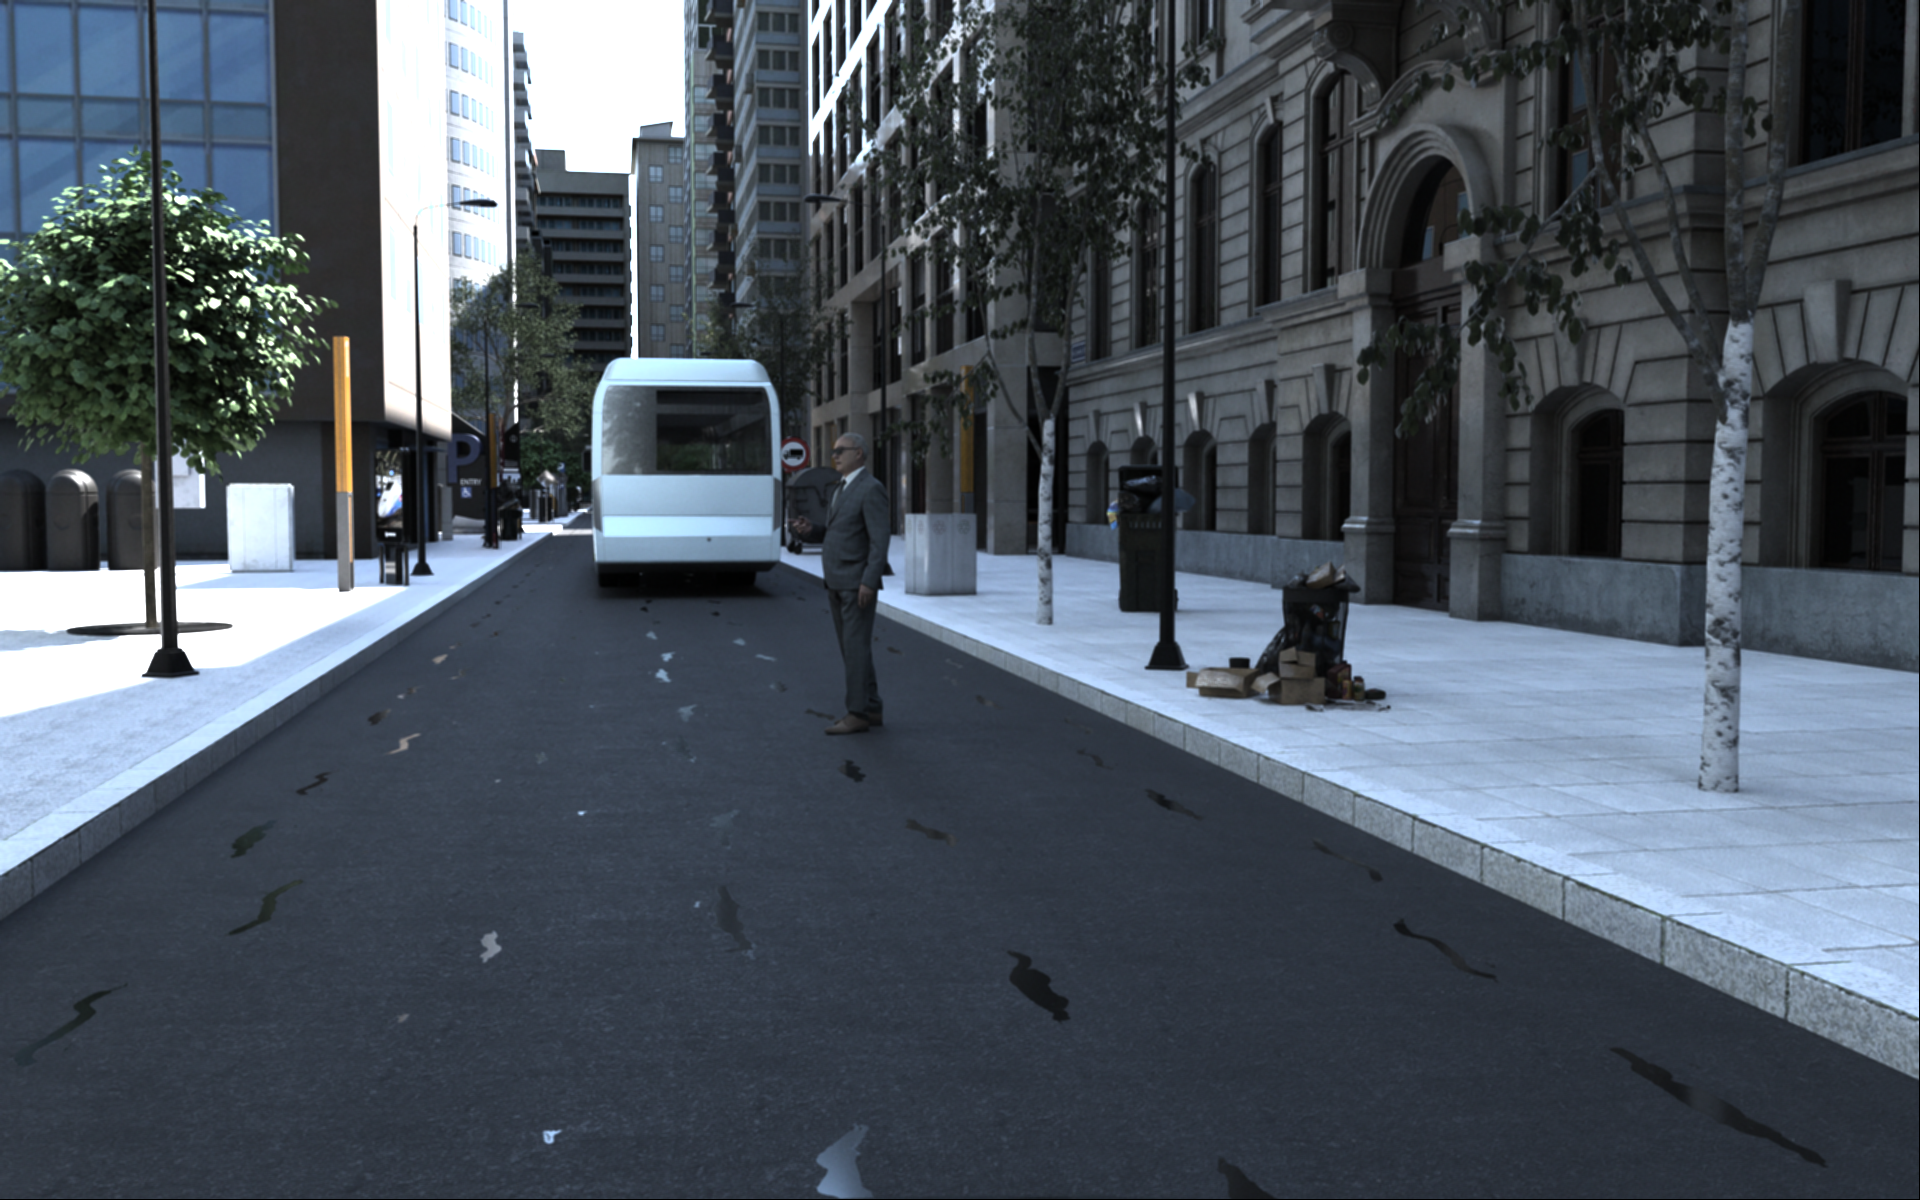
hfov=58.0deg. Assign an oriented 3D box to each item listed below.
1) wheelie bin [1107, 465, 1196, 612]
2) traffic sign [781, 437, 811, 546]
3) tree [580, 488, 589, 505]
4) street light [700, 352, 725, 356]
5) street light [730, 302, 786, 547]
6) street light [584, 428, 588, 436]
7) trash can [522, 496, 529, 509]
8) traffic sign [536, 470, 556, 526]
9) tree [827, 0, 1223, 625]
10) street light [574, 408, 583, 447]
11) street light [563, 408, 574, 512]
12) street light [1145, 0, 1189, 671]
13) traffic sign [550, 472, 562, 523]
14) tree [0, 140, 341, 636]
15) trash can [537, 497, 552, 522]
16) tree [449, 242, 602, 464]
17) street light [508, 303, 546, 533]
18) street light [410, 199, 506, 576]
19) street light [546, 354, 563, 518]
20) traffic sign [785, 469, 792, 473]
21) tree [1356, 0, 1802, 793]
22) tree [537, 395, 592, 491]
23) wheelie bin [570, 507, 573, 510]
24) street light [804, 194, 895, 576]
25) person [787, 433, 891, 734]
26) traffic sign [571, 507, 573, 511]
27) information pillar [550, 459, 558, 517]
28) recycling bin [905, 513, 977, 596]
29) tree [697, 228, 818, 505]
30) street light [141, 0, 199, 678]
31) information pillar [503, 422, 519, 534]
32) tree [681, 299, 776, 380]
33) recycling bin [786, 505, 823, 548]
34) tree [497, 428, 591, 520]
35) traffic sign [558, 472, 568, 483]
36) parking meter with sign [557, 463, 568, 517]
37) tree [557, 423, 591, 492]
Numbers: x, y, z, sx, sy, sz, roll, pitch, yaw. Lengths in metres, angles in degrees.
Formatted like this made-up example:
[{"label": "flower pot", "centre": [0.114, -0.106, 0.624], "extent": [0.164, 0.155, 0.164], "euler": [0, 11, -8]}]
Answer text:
[{"label": "wheelie bin", "centre": [2.086, -0.676, 18.966], "extent": [0.980, 1.594, 0.693], "euler": [1, 4, 10]}, {"label": "traffic sign", "centre": [-3.701, -2.349, 38.512], "extent": [0.768, 2.556, 0.104], "euler": [-1, 4, -9]}, {"label": "tree", "centre": [-45.816, -13.172, 209.962], "extent": [1.663, 3.219, 1.824], "euler": [0, 3, 0]}, {"label": "street light", "centre": [-7.795, -5.148, 56.706], "extent": [1.470, 5.913, 1.316], "euler": [-1, 4, -11]}, {"label": "street light", "centre": [-4.871, -4.262, 42.232], "extent": [1.470, 5.913, 1.316], "euler": [-1, 4, -11]}, {"label": "street light", "centre": [-23.955, -8.223, 106.990], "extent": [1.470, 5.913, 1.316], "euler": [-1, 4, -11]}, {"label": "trash can", "centre": [-37.733, -8.488, 150.429], "extent": [0.748, 1.137, 0.748], "euler": [0, 3, 0]}, {"label": "traffic sign", "centre": [-16.764, -4.071, 70.204], "extent": [0.795, 2.450, 0.064], "euler": [-1, 4, -11]}, {"label": "tree", "centre": [0.782, -4.079, 17.051], "extent": [4.360, 8.622, 3.978], "euler": [0, 3, 0]}, {"label": "street light", "centre": [-21.023, -7.329, 92.371], "extent": [1.470, 5.913, 1.316], "euler": [-1, 4, -11]}, {"label": "street light", "centre": [-18.275, -6.442, 77.862], "extent": [1.470, 5.913, 1.316], "euler": [-1, 4, -11]}, {"label": "street light", "centre": [0.993, -2.442, 12.474], "extent": [1.470, 5.913, 1.316], "euler": [-1, 4, -11]}, {"label": "traffic sign", "centre": [-18.335, -4.550, 78.033], "extent": [0.795, 2.450, 0.064], "euler": [-1, 4, -11]}, {"label": "tree", "centre": [-7.559, -1.990, 16.258], "extent": [4.285, 4.588, 4.351], "euler": [0, 3, 0]}, {"label": "trash can", "centre": [-19.312, -4.223, 80.703], "extent": [0.748, 1.137, 0.748], "euler": [0, 3, 0]}, {"label": "tree", "centre": [-16.468, -7.891, 63.433], "extent": [7.601, 10.594, 8.767], "euler": [-1, 4, -21]}, {"label": "street light", "centre": [-10.945, -4.259, 42.170], "extent": [1.470, 5.913, 1.316], "euler": [-1, 4, -11]}, {"label": "street light", "centre": [-7.976, -3.350, 27.312], "extent": [1.470, 5.913, 1.316], "euler": [-1, 4, -11]}, {"label": "street light", "centre": [-14.074, -5.193, 57.447], "extent": [1.470, 5.913, 1.316], "euler": [-1, 4, -11]}, {"label": "traffic sign", "centre": [-4.646, -2.684, 43.883], "extent": [0.884, 2.594, 0.081], "euler": [-1, 4, -10]}, {"label": "tree", "centre": [3.196, -3.493, 7.469], "extent": [4.360, 8.622, 3.978], "euler": [0, 3, 0]}, {"label": "tree", "centre": [-26.678, -10.242, 117.822], "extent": [4.360, 8.622, 3.978], "euler": [0, 3, 0]}, {"label": "wheelie bin", "centre": [-31.606, -8.127, 140.787], "extent": [0.980, 1.594, 0.693], "euler": [-2, 4, -32]}, {"label": "street light", "centre": [-1.733, -3.337, 27.101], "extent": [1.470, 5.913, 1.316], "euler": [-1, 4, -11]}, {"label": "person", "centre": [-0.718, -0.114, 10.535], "extent": [0.590, 1.801, 0.661], "euler": [-2, 4, -30]}, {"label": "traffic sign", "centre": [-29.358, -8.003, 130.951], "extent": [0.768, 2.556, 0.104], "euler": [-1, 4, -10]}, {"label": "information pillar", "centre": [-22.885, -6.499, 97.612], "extent": [0.183, 3.616, 0.504], "euler": [3, 5, 44]}, {"label": "recycling bin", "centre": [-0.250, -0.590, 22.207], "extent": [0.722, 1.027, 0.722], "euler": [-2, 4, -26]}, {"label": "tree", "centre": [-4.873, -5.919, 47.133], "extent": [4.360, 8.622, 3.978], "euler": [0, 3, 0]}, {"label": "street light", "centre": [-5.053, -2.424, 12.170], "extent": [1.470, 5.913, 1.316], "euler": [-1, 4, -11]}, {"label": "information pillar", "centre": [-14.493, -3.952, 55.974], "extent": [0.504, 3.616, 0.183], "euler": [-1, 4, -23]}, {"label": "tree", "centre": [-8.703, -7.000, 64.819], "extent": [4.737, 8.622, 4.395], "euler": [0, 3, 0]}, {"label": "recycling bin", "centre": [-3.690, -1.761, 41.351], "extent": [0.722, 1.027, 0.722], "euler": [-2, 4, -35]}, {"label": "tree", "centre": [-21.390, -6.280, 86.383], "extent": [4.285, 4.588, 4.351], "euler": [0, 3, 0]}, {"label": "traffic sign", "centre": [-23.216, -6.162, 100.853], "extent": [0.768, 2.556, 0.104], "euler": [0, 4, -2]}, {"label": "parking meter with sign", "centre": [-22.151, -6.128, 96.451], "extent": [0.543, 3.016, 1.738], "euler": [0, 4, -6]}, {"label": "tree", "centre": [-36.729, -13.118, 164.840], "extent": [4.737, 8.622, 4.395], "euler": [0, 3, 0]}]
